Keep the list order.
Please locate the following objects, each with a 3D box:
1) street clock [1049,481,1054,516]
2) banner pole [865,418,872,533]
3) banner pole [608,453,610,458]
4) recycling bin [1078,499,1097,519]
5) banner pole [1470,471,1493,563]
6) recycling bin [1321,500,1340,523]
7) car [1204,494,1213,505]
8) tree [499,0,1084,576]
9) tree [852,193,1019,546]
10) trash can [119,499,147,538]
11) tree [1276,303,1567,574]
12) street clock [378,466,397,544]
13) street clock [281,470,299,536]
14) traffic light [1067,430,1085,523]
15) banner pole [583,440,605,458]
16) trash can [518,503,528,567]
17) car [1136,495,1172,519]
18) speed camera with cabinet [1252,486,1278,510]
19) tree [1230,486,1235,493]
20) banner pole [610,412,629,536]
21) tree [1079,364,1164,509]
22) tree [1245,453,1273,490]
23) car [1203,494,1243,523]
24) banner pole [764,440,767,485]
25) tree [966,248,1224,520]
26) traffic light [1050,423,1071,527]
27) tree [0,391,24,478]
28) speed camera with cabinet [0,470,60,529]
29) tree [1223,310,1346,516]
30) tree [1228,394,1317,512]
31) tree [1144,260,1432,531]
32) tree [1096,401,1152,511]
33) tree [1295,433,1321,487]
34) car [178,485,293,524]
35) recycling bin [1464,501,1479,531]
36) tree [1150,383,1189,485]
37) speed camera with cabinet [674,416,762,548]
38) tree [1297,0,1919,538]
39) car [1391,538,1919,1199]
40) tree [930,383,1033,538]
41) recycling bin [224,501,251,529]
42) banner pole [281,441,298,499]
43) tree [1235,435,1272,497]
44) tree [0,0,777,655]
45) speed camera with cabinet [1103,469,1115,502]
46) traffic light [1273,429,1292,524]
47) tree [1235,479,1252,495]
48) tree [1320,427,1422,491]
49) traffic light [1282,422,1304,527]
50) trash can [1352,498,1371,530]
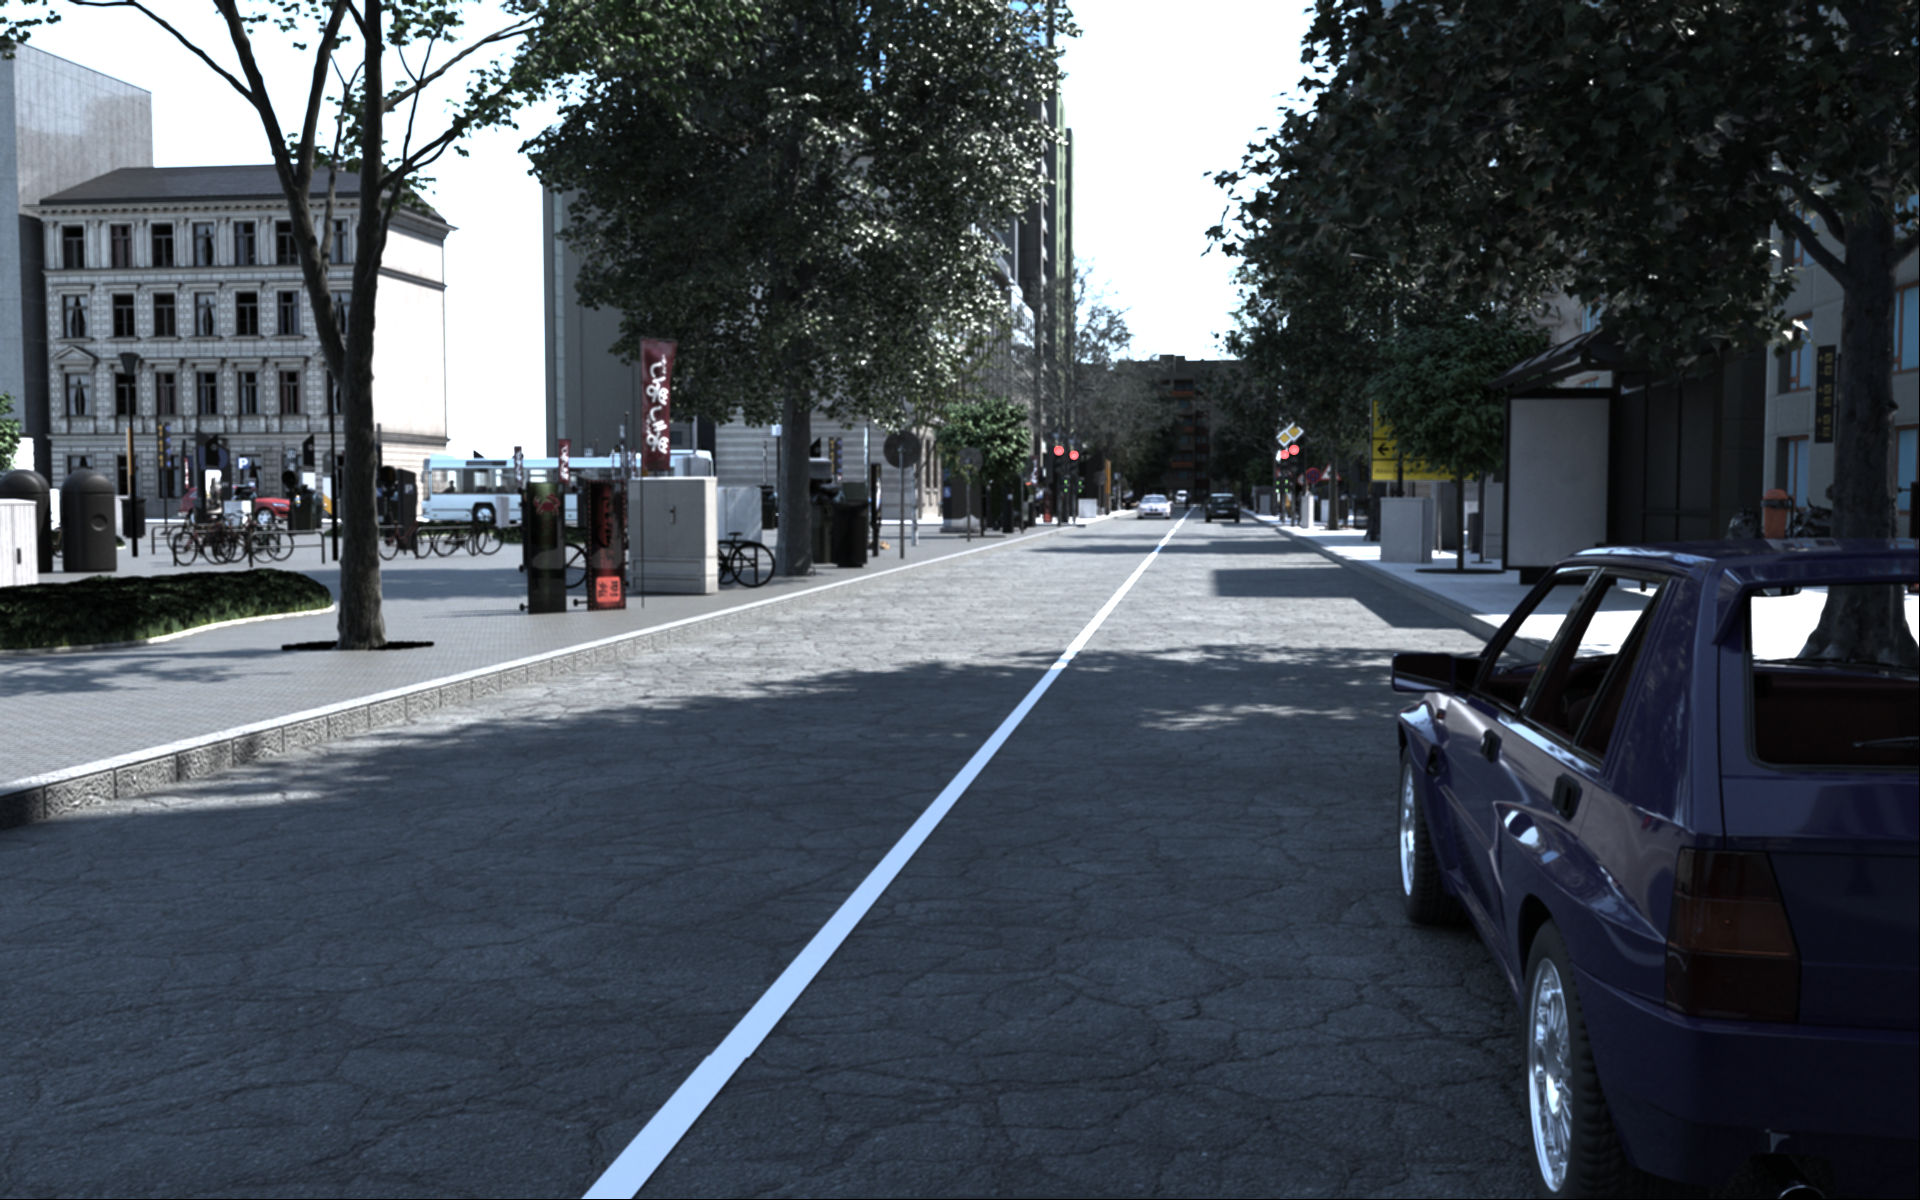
[{"bbox_3d":[5.313,-5.815,99.647,0.358,2.002,0.471,2,4,35],"label":"street clock"},{"bbox_3d":[-3.070,-4.112,57.251,0.401,3.779,0.863,-1,4,-14],"label":"banner pole"},{"bbox_3d":[-18.783,-6.330,93.512,0.401,3.779,0.863,1,4,21],"label":"banner pole"},{"bbox_3d":[6.601,-4.712,89.593,0.722,1.027,0.722,-2,4,-31],"label":"recycling bin"},{"bbox_3d":[9.685,-2.560,31.874,0.401,3.779,0.863,0,4,4],"label":"banner pole"},{"bbox_3d":[16.237,-3.874,75.896,0.722,1.027,0.722,1,4,21],"label":"recycling bin"},{"bbox_3d":[19.949,-7.466,133.866,2.131,1.459,4.920,0,4,8],"label":"car"},{"bbox_3d":[-2.673,-7.365,27.073,9.857,13.997,8.962,0,3,0],"label":"tree"},{"bbox_3d":[-0.996,-5.638,42.542,4.737,8.622,4.395,0,3,0],"label":"tree"},{"bbox_3d":[-24.151,-2.383,50.620,0.748,1.137,0.748,0,3,0],"label":"trash can"},{"bbox_3d":[8.286,-2.731,28.361,4.285,4.588,4.351,0,3,0],"label":"tree"},{"bbox_3d":[-14.778,-2.461,44.811,0.471,2.002,0.358,0,4,2],"label":"street clock"},{"bbox_3d":[-20.464,-2.961,52.983,0.471,2.002,0.358,1,4,9],"label":"street clock"},{"bbox_3d":[5.039,-5.325,75.988,0.839,4.253,0.868,0,4,8],"label":"traffic light"},{"bbox_3d":[-16.923,-5.486,79.714,0.863,3.779,0.401,1,4,13],"label":"banner pole"},{"bbox_3d":[-7.010,-1.060,28.981,0.748,1.137,0.748,0,3,0],"label":"trash can"},{"bbox_3d":[11.186,-5.346,99.765,2.083,1.381,4.827,0,4,7],"label":"car"},{"bbox_3d":[24.527,-8.863,139.250,2.038,3.252,0.660,3,4,36],"label":"speed camera with cabinet"},{"bbox_3d":[34.124,-13.426,214.120,1.663,3.219,1.824,0,3,0],"label":"tree"},{"bbox_3d":[-10.301,-3.864,53.187,0.401,3.779,0.863,-2,4,-30],"label":"banner pole"},{"bbox_3d":[14.149,-14.113,148.877,7.486,12.596,7.792,0,3,0],"label":"tree"},{"bbox_3d":[23.203,-9.022,131.219,4.285,4.588,4.351,0,3,0],"label":"tree"},{"bbox_3d":[13.321,-4.766,87.715,2.009,1.686,4.222,1,4,9],"label":"car"},{"bbox_3d":[-9.012,-5.511,80.115,0.401,3.779,0.863,0,4,1],"label":"banner pole"},{"bbox_3d":[5.413,-10.736,85.904,12.009,13.543,11.850,0,3,0],"label":"tree"},{"bbox_3d":[3.924,-4.842,68.081,0.839,4.253,0.868,0,4,8],"label":"traffic light"},{"bbox_3d":[-26.295,-3.784,45.576,4.285,4.588,4.351,0,3,0],"label":"tree"},{"bbox_3d":[-32.809,-4.067,60.831,2.038,3.252,0.660,0,4,1],"label":"speed camera with cabinet"},{"bbox_3d":[18.500,-11.656,100.939,12.009,13.543,11.850,0,3,0],"label":"tree"},{"bbox_3d":[22.682,-11.569,123.563,7.601,10.594,8.767,0,4,7],"label":"tree"},{"bbox_3d":[12.882,-8.225,60.236,9.928,11.665,9.643,0,3,0],"label":"tree"},{"bbox_3d":[12.068,-10.890,128.419,4.360,8.622,3.978,0,3,0],"label":"tree"},{"bbox_3d":[24.783,-10.030,114.346,4.737,8.622,4.395,0,3,0],"label":"tree"},{"bbox_3d":[-31.879,-4.167,76.811,5.304,1.827,2.281,0,4,7],"label":"car"},{"bbox_3d":[17.994,-2.966,61.045,0.722,1.027,0.722,-1,4,-9],"label":"recycling bin"},{"bbox_3d":[20.339,-17.469,192.267,9.857,13.997,8.962,0,3,0],"label":"tree"},{"bbox_3d":[-5.788,-2.882,41.464,2.038,3.252,0.660,-2,4,-33],"label":"speed camera with cabinet"},{"bbox_3d":[6.444,-5.826,12.255,9.611,12.733,9.660,0,3,0],"label":"tree"},{"bbox_3d":[2.173,0.492,4.531,1.945,1.354,3.894,1,4,8],"label":"car"},{"bbox_3d":[0.708,-4.162,51.770,4.285,4.588,4.351,0,3,0],"label":"tree"},{"bbox_3d":[-26.985,-3.189,64.700,0.722,1.027,0.722,0,4,3],"label":"recycling bin"},{"bbox_3d":[-31.953,-5.652,82.435,0.863,3.779,0.401,0,4,-2],"label":"banner pole"},{"bbox_3d":[27.997,-13.151,165.374,4.360,8.622,3.978,0,3,0],"label":"tree"},{"bbox_3d":[-5.078,-5.392,13.922,9.928,11.665,9.643,0,3,0],"label":"tree"},{"bbox_3d":[11.849,-8.809,138.370,0.660,3.252,2.038,-1,4,-10],"label":"speed camera with cabinet"},{"bbox_3d":[13.965,-5.249,74.749,0.839,4.253,0.868,0,4,8],"label":"traffic light"},{"bbox_3d":[24.448,-9.200,145.019,1.663,3.219,1.824,0,3,0],"label":"tree"},{"bbox_3d":[22.074,-8.703,92.650,4.737,8.622,4.395,0,3,0],"label":"tree"},{"bbox_3d":[12.849,-4.766,66.842,0.839,4.253,0.868,0,4,8],"label":"traffic light"},{"bbox_3d":[14.445,-3.092,62.200,0.748,1.137,0.748,0,3,0],"label":"trash can"}]
